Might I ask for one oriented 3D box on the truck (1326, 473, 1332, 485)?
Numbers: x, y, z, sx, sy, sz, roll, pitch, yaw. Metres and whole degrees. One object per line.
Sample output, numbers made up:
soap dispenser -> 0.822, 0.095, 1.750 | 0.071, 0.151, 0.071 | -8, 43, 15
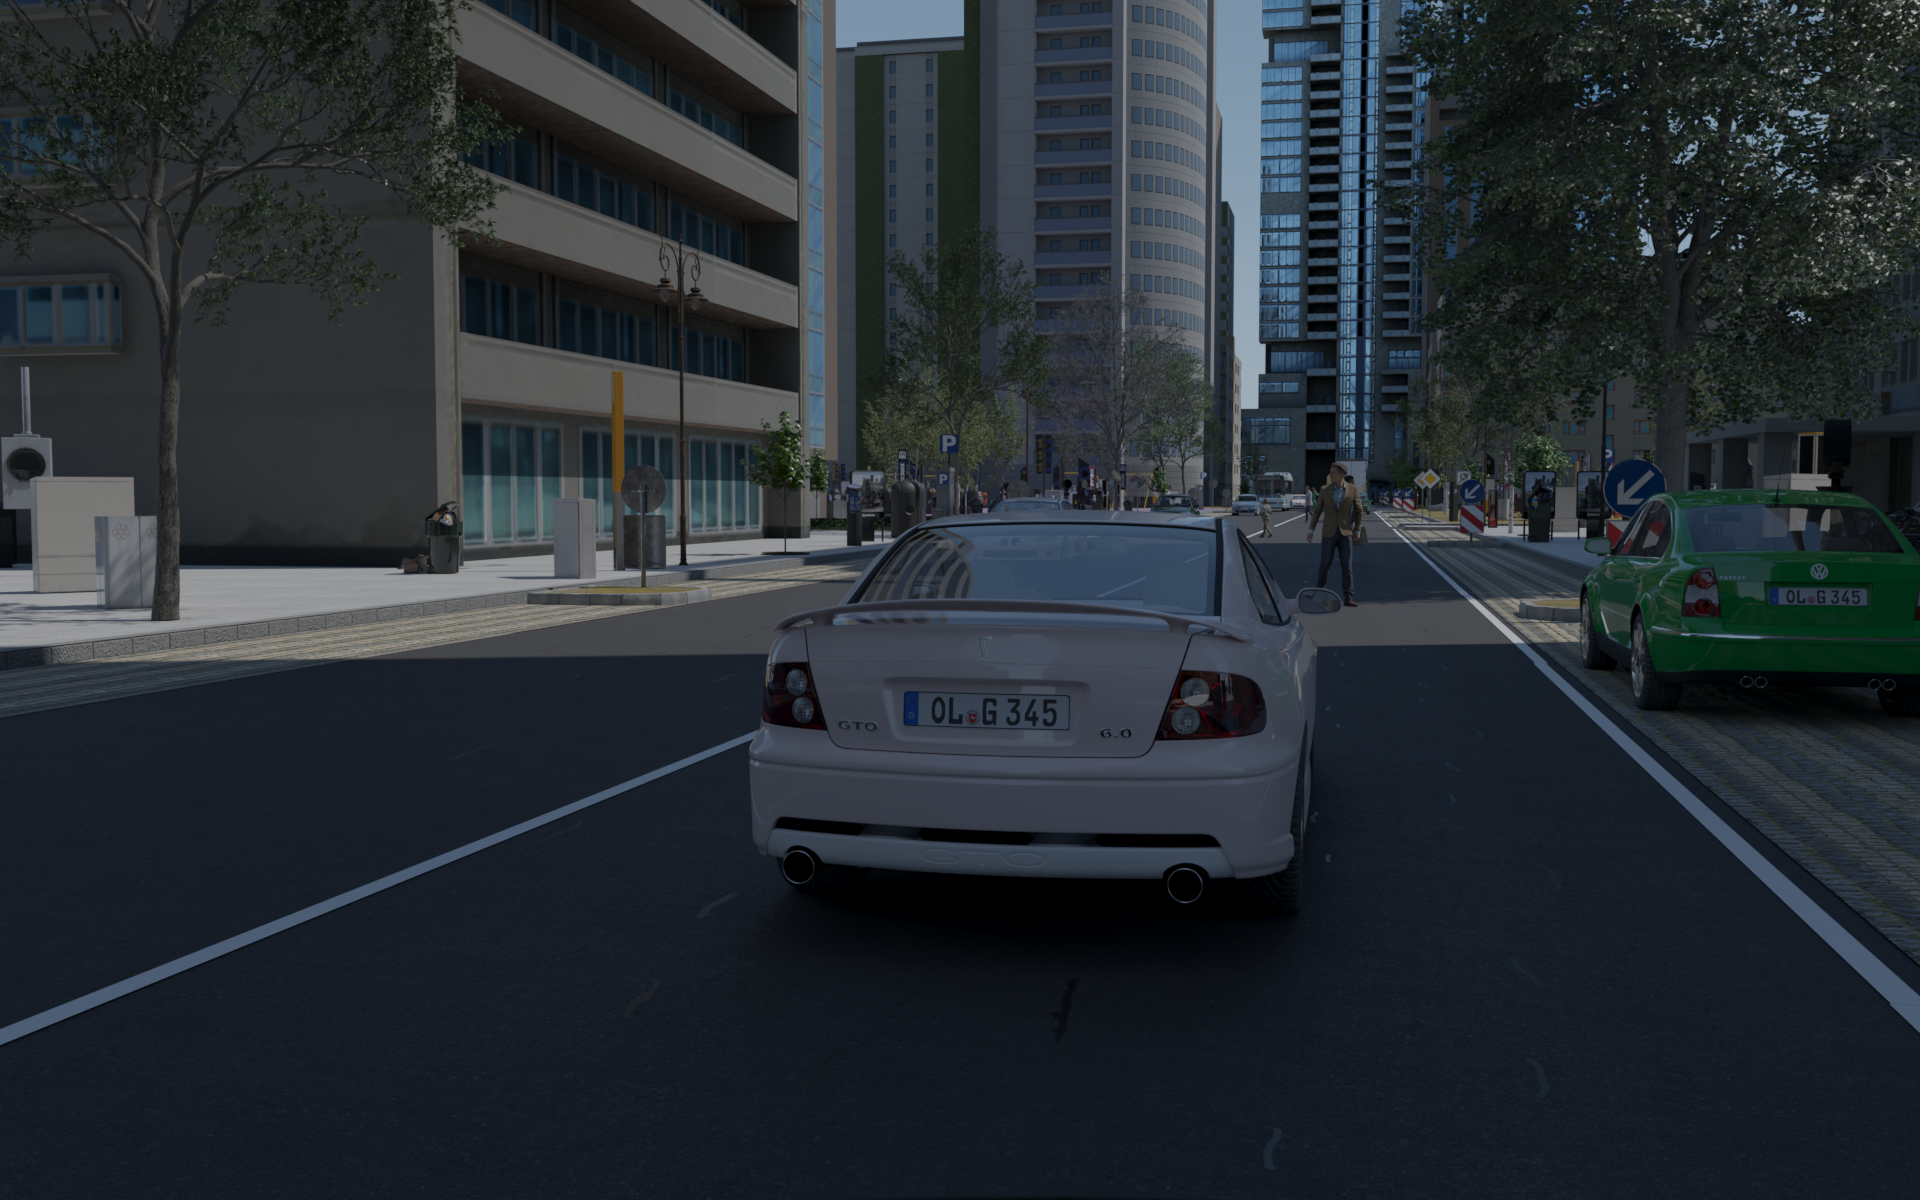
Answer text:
truck -> 35.682, -10.118, 161.346 | 3.469, 3.379, 9.791 | 1, 4, 14

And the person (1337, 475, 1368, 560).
person -> 8.070, -1.682, 35.982 | 0.794, 1.824, 0.713 | -2, 4, -25

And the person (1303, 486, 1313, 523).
person -> 17.618, -4.819, 87.139 | 0.795, 1.843, 0.661 | 0, 4, 5

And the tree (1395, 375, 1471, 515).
tree -> 29.722, -9.559, 106.654 | 4.737, 8.622, 4.395 | 0, 3, 0

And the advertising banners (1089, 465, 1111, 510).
advertising banners -> 8.564, -6.717, 106.011 | 2.074, 3.025, 0.090 | -3, 5, -45

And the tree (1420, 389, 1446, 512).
tree -> 33.956, -10.398, 120.369 | 4.360, 8.622, 3.978 | 0, 3, 0

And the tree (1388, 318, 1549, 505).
tree -> 27.134, -9.675, 92.604 | 8.767, 10.594, 7.601 | 1, 4, 17

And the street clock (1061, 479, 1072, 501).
street clock -> 5.159, -4.840, 83.702 | 0.471, 2.002, 0.358 | -1, 4, -22

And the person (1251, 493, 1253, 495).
person -> 26.956, -9.155, 158.631 | 0.568, 1.767, 0.683 | 0, 4, -6

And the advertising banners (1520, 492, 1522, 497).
advertising banners -> 37.260, -7.345, 116.276 | 2.074, 3.025, 0.090 | -2, 4, -27

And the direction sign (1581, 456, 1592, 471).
direction sign -> 37.203, -6.783, 102.898 | 0.379, 3.537, 0.876 | -2, 4, -24

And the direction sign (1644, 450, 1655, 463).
direction sign -> 35.627, -5.946, 89.215 | 0.876, 3.537, 0.379 | 3, 5, 41

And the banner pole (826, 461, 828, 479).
banner pole -> -10.088, -8.645, 131.365 | 0.401, 3.779, 0.863 | 0, 4, -3

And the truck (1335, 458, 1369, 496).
truck -> 31.944, -9.318, 141.266 | 2.839, 4.237, 11.283 | 1, 4, 13

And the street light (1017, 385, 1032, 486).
street light -> 2.465, -5.547, 63.477 | 0.468, 5.910, 1.993 | 1, 4, 13

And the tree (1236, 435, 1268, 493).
tree -> 35.550, -15.898, 210.300 | 4.737, 8.622, 4.395 | 0, 3, 0

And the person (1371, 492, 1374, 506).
person -> 51.323, -12.629, 215.698 | 0.721, 1.735, 1.217 | 3, 4, 38

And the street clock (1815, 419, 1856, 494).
street clock -> 8.499, -0.750, 16.828 | 0.358, 2.002, 0.471 | 2, 4, 24

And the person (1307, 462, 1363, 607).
person -> 4.816, -0.849, 22.298 | 0.656, 1.842, 0.836 | -1, 4, -20

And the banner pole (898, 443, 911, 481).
banner pole -> -2.687, -5.809, 84.987 | 0.863, 3.779, 0.401 | -2, 4, -31

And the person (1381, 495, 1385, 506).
person -> 48.060, -11.454, 196.331 | 0.434, 1.755, 0.990 | -1, 4, -18

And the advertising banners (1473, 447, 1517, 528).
advertising banners -> 20.177, -4.244, 65.576 | 0.090, 3.025, 2.074 | -2, 4, -27

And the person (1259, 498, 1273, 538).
person -> 10.012, -2.690, 56.762 | 0.475, 1.303, 0.640 | -3, 5, -44

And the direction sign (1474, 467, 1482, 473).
direction sign -> 42.389, -9.191, 142.274 | 0.876, 3.537, 0.379 | 0, 4, 4

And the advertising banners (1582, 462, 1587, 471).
advertising banners -> 33.531, -6.015, 94.537 | 0.090, 3.025, 2.074 | -2, 4, -26

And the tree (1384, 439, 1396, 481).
tree -> 56.894, -16.750, 224.224 | 4.737, 8.622, 4.395 | 0, 3, 0

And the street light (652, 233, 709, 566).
street light -> -4.972, -3.557, 30.952 | 0.468, 5.910, 1.993 | 1, 4, 13

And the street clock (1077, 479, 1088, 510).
street clock -> 6.056, -4.940, 85.333 | 0.358, 2.002, 0.471 | 3, 5, 44

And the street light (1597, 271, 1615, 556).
street light -> 13.268, -3.844, 35.644 | 0.468, 5.910, 1.993 | 1, 4, 13

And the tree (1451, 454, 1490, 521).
tree -> 24.381, -5.402, 82.921 | 1.663, 3.219, 1.824 | 0, 3, 0

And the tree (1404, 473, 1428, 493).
tree -> 41.445, -9.951, 157.299 | 1.663, 3.219, 1.824 | 0, 3, 0

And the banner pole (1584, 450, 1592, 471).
banner pole -> 35.380, -6.578, 97.574 | 0.401, 3.779, 0.863 | -1, 4, -14

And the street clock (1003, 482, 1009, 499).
street clock -> 2.758, -6.052, 103.512 | 0.358, 2.002, 0.471 | 1, 4, 16

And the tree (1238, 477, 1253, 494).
tree -> 33.146, -12.670, 201.751 | 1.663, 3.219, 1.824 | 0, 3, 0

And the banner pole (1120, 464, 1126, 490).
banner pole -> 11.764, -8.372, 126.892 | 0.863, 3.779, 0.401 | 0, 4, -3

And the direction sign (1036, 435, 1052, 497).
direction sign -> 3.259, -4.593, 67.097 | 0.379, 3.537, 0.876 | -3, 4, -38

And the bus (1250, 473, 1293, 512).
bus -> 26.154, -9.162, 144.656 | 2.948, 3.499, 13.247 | 1, 4, 14

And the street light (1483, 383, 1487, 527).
street light -> 20.577, -5.811, 67.804 | 0.468, 5.910, 1.993 | 1, 4, 13

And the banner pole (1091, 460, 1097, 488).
banner pole -> 10.000, -8.494, 128.894 | 0.401, 3.779, 0.863 | 3, 5, 40

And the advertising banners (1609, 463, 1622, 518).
advertising banners -> 35.349, -5.929, 93.128 | 2.074, 3.025, 0.090 | -3, 5, -40

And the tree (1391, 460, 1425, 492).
tree -> 43.225, -11.199, 166.815 | 4.285, 4.588, 4.351 | 0, 3, 0

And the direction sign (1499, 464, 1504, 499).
direction sign -> 41.344, -8.544, 131.696 | 0.876, 3.537, 0.379 | -1, 4, -20

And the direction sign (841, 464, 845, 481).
direction sign -> -9.031, -8.429, 129.804 | 0.876, 3.537, 0.379 | -1, 4, -14

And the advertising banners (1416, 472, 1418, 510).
advertising banners -> 35.828, -8.545, 135.901 | 0.090, 3.025, 2.074 | 1, 4, 19

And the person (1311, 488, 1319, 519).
person -> 20.307, -5.565, 99.739 | 0.600, 1.795, 0.529 | 3, 5, 41

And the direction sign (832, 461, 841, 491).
direction sign -> -7.433, -6.716, 101.805 | 0.379, 3.537, 0.876 | 0, 4, 5
